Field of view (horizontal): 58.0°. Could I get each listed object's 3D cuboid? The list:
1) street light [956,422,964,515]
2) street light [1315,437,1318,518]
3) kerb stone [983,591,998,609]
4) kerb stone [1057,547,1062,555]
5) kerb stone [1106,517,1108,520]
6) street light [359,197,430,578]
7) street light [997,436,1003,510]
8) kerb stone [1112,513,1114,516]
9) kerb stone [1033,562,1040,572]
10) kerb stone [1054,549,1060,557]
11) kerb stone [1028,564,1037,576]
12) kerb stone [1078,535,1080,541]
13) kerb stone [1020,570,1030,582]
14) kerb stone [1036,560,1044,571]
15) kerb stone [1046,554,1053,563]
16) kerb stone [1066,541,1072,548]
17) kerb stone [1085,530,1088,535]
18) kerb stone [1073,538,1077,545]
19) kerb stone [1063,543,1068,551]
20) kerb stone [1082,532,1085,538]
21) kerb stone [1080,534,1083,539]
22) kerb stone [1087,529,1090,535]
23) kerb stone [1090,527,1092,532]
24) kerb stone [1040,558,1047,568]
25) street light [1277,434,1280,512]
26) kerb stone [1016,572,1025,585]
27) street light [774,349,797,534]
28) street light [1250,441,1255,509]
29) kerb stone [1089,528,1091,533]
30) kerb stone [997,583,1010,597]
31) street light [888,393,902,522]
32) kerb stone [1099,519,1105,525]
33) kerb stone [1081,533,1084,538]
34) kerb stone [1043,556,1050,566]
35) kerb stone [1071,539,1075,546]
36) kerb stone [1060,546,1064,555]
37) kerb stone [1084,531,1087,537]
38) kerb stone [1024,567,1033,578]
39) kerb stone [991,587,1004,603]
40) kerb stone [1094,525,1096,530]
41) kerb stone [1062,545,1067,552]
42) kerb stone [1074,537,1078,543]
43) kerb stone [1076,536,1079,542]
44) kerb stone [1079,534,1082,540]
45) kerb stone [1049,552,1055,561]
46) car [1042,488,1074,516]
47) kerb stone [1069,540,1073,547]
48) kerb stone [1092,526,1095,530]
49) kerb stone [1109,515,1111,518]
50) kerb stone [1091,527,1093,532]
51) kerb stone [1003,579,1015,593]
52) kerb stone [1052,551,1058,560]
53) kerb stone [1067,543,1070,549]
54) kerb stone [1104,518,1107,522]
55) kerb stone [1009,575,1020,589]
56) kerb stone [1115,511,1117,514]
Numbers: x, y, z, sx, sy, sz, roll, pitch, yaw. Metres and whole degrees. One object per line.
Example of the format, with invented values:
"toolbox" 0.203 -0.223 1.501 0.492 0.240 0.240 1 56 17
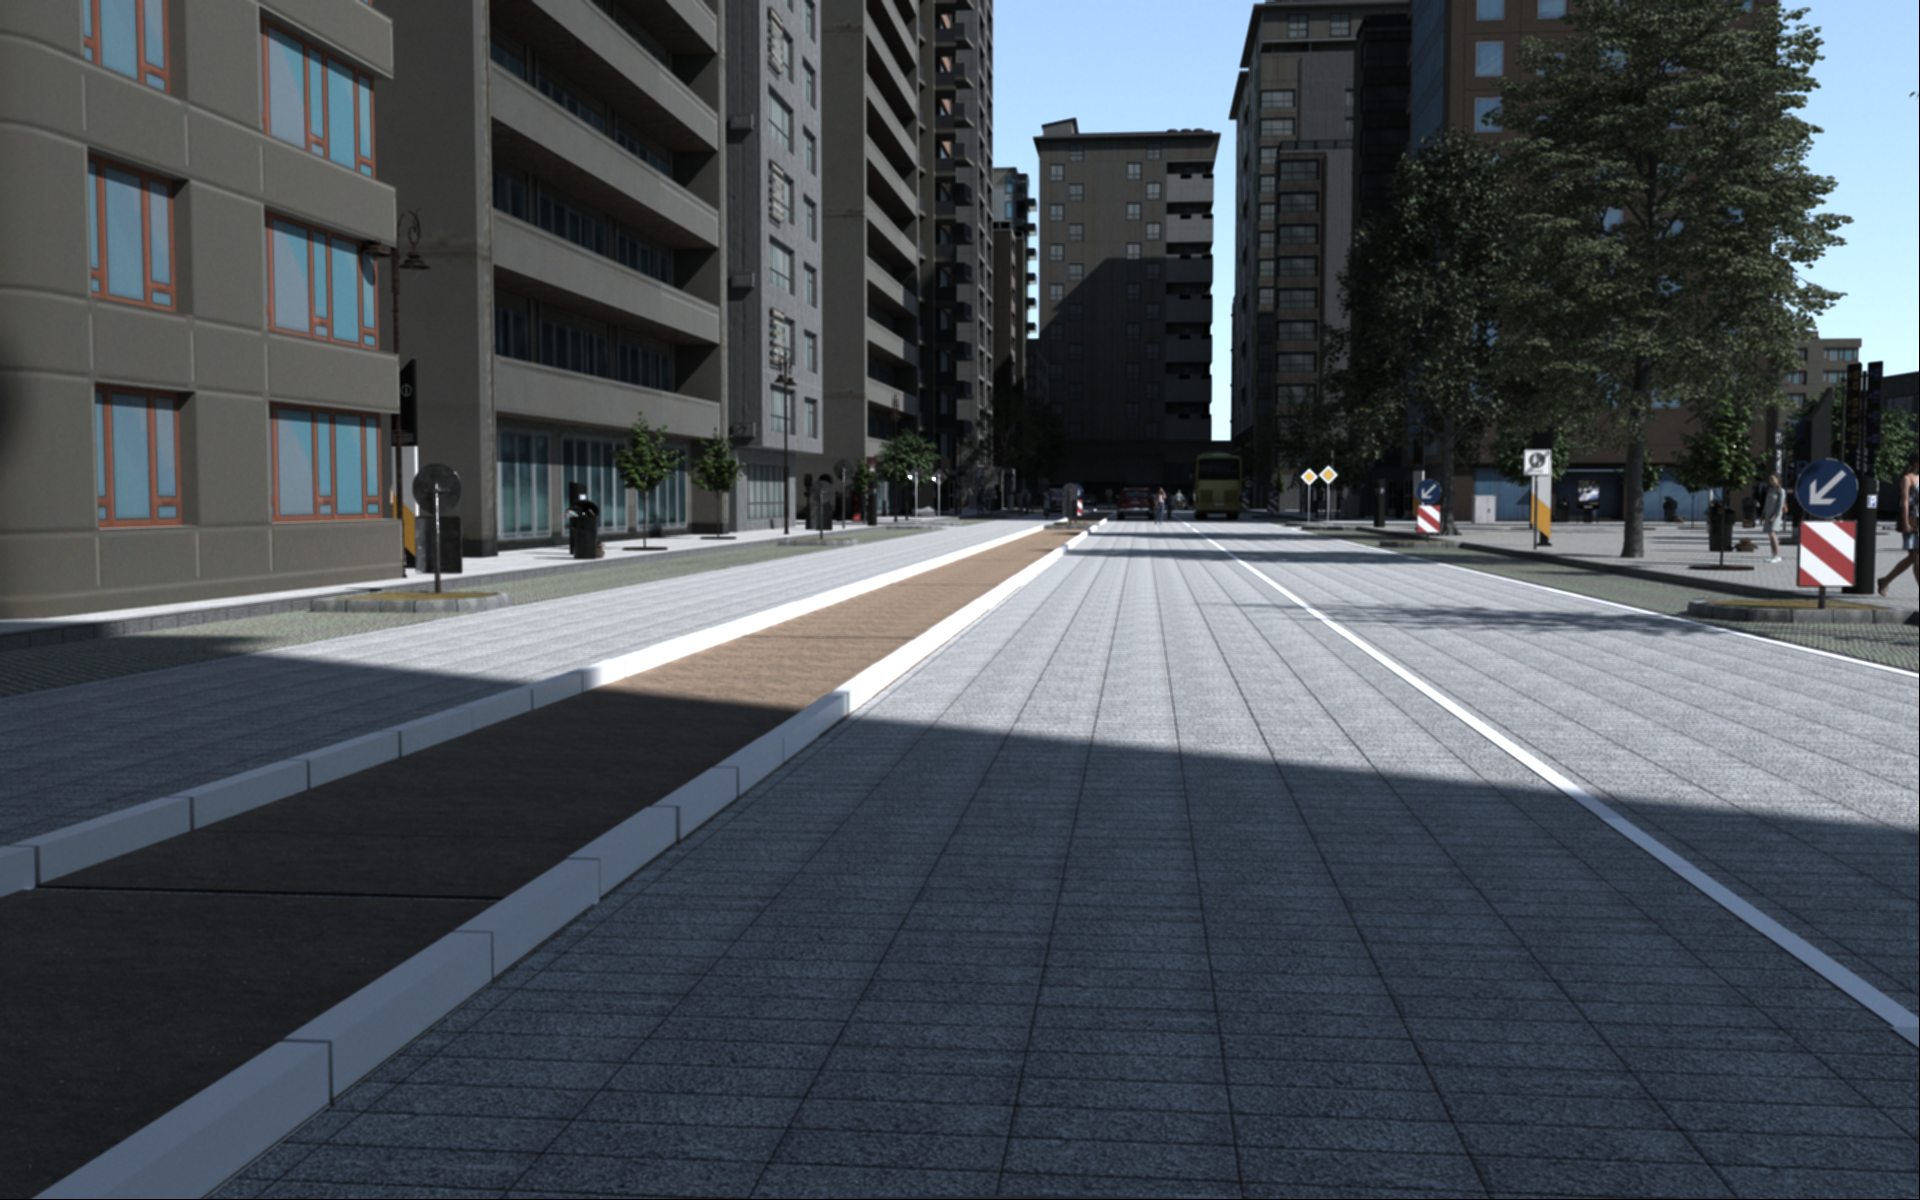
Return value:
"street light" 0.004 -8.293 108.372 0.468 5.910 1.993 0 4 6
"street light" 19.189 -7.348 92.930 0.468 5.910 1.993 0 4 6
"kerb stone" 0.350 0.018 21.906 0.120 0.150 1.000 0 4 6
"kerb stone" 2.173 -1.041 39.224 0.120 0.150 1.000 0 4 6
"kerb stone" 7.285 -4.004 87.666 0.120 0.150 1.000 0 4 6
"street light" -8.567 -3.277 26.371 0.468 5.910 1.993 0 4 6
"street light" 3.132 -10.058 137.233 0.468 5.910 1.993 0 4 6
"kerb stone" 9.009 -5.001 103.964 0.120 0.150 1.000 0 4 6
"kerb stone" 1.305 -0.543 31.076 0.120 0.150 1.000 0 4 6
"kerb stone" 2.067 -0.979 38.207 0.120 0.150 1.000 0 4 6
"kerb stone" 1.207 -0.481 30.053 0.120 0.150 1.000 0 4 6
"kerb stone" 3.356 -1.727 50.431 0.120 0.150 1.000 0 4 6
"kerb stone" 0.991 -0.354 28.016 0.120 0.150 1.000 0 4 6
"kerb stone" 1.420 -0.605 32.092 0.120 0.150 1.000 0 4 6
"kerb stone" 1.747 -0.791 35.154 0.120 0.150 1.000 0 4 6
"kerb stone" 2.710 -1.354 44.326 0.120 0.150 1.000 0 4 6
"kerb stone" 4.104 -2.164 57.572 0.120 0.150 1.000 0 4 6
"kerb stone" 3.045 -1.539 47.379 0.120 0.150 1.000 0 4 6
"kerb stone" 2.495 -1.229 42.288 0.120 0.150 1.000 0 4 6
"kerb stone" 3.784 -1.974 54.508 0.120 0.150 1.000 0 4 6
"kerb stone" 3.569 -1.852 52.467 0.120 0.150 1.000 0 4 6
"kerb stone" 4.220 -2.226 58.592 0.120 0.150 1.000 0 4 6
"kerb stone" 4.544 -2.412 61.642 0.120 0.150 1.000 0 4 6
"kerb stone" 1.524 -0.668 33.112 0.120 0.150 1.000 0 4 6
"street light" 22.376 -9.109 121.714 0.468 5.910 1.993 0 4 6
"kerb stone" 0.877 -0.293 26.992 0.120 0.150 1.000 0 4 6
"street light" -5.573 -5.055 55.444 0.468 5.910 1.993 0 4 6
"street light" 25.530 -10.923 151.385 0.468 5.910 1.993 0 4 6
"kerb stone" 4.429 -2.351 60.627 0.120 0.150 1.000 0 4 6
"kerb stone" 0.559 -0.102 23.940 0.120 0.150 1.000 0 4 6
"street light" -2.963 -6.538 79.686 0.468 5.910 1.993 0 4 6
"kerb stone" 6.535 -3.568 80.527 0.120 0.150 1.000 0 4 6
"kerb stone" 3.677 -1.909 53.492 0.120 0.150 1.000 0 4 6
"kerb stone" 1.639 -0.730 34.133 0.120 0.150 1.000 0 4 6
"kerb stone" 2.928 -1.478 46.364 0.120 0.150 1.000 0 4 6
"kerb stone" 2.280 -1.104 40.240 0.120 0.150 1.000 0 4 6
"kerb stone" 3.899 -2.039 55.526 0.120 0.150 1.000 0 4 6
"kerb stone" 1.094 -0.415 29.038 0.120 0.150 1.000 0 4 6
"kerb stone" 0.455 -0.043 22.923 0.120 0.150 1.000 0 4 6
"kerb stone" 5.081 -2.723 66.742 0.120 0.150 1.000 0 4 6
"kerb stone" 2.397 -1.166 41.263 0.120 0.150 1.000 0 4 6
"kerb stone" 3.137 -1.601 48.399 0.120 0.150 1.000 0 4 6
"kerb stone" 3.249 -1.665 49.415 0.120 0.150 1.000 0 4 6
"kerb stone" 3.463 -1.789 51.447 0.120 0.150 1.000 0 4 6
"kerb stone" 1.851 -0.851 36.171 0.120 0.150 1.000 0 4 6
"car" 6.599 -6.497 114.897 2.281 1.827 5.304 0 4 4
"kerb stone" 2.820 -1.416 45.342 0.120 0.150 1.000 0 4 6
"kerb stone" 4.866 -2.599 64.696 0.120 0.150 1.000 0 4 6
"kerb stone" 8.146 -4.502 95.809 0.120 0.150 1.000 0 4 6
"kerb stone" 4.643 -2.475 62.663 0.120 0.150 1.000 0 4 6
"kerb stone" 0.665 -0.169 24.956 0.120 0.150 1.000 0 4 6
"kerb stone" 1.965 -0.917 37.190 0.120 0.150 1.000 0 4 6
"kerb stone" 2.599 -1.285 43.311 0.120 0.150 1.000 0 4 6
"kerb stone" 6.974 -3.816 84.613 0.120 0.150 1.000 0 4 6
"kerb stone" 0.767 -0.231 25.973 0.120 0.150 1.000 0 4 6
"kerb stone" 10.083 -5.624 114.152 0.120 0.150 1.000 0 4 6
